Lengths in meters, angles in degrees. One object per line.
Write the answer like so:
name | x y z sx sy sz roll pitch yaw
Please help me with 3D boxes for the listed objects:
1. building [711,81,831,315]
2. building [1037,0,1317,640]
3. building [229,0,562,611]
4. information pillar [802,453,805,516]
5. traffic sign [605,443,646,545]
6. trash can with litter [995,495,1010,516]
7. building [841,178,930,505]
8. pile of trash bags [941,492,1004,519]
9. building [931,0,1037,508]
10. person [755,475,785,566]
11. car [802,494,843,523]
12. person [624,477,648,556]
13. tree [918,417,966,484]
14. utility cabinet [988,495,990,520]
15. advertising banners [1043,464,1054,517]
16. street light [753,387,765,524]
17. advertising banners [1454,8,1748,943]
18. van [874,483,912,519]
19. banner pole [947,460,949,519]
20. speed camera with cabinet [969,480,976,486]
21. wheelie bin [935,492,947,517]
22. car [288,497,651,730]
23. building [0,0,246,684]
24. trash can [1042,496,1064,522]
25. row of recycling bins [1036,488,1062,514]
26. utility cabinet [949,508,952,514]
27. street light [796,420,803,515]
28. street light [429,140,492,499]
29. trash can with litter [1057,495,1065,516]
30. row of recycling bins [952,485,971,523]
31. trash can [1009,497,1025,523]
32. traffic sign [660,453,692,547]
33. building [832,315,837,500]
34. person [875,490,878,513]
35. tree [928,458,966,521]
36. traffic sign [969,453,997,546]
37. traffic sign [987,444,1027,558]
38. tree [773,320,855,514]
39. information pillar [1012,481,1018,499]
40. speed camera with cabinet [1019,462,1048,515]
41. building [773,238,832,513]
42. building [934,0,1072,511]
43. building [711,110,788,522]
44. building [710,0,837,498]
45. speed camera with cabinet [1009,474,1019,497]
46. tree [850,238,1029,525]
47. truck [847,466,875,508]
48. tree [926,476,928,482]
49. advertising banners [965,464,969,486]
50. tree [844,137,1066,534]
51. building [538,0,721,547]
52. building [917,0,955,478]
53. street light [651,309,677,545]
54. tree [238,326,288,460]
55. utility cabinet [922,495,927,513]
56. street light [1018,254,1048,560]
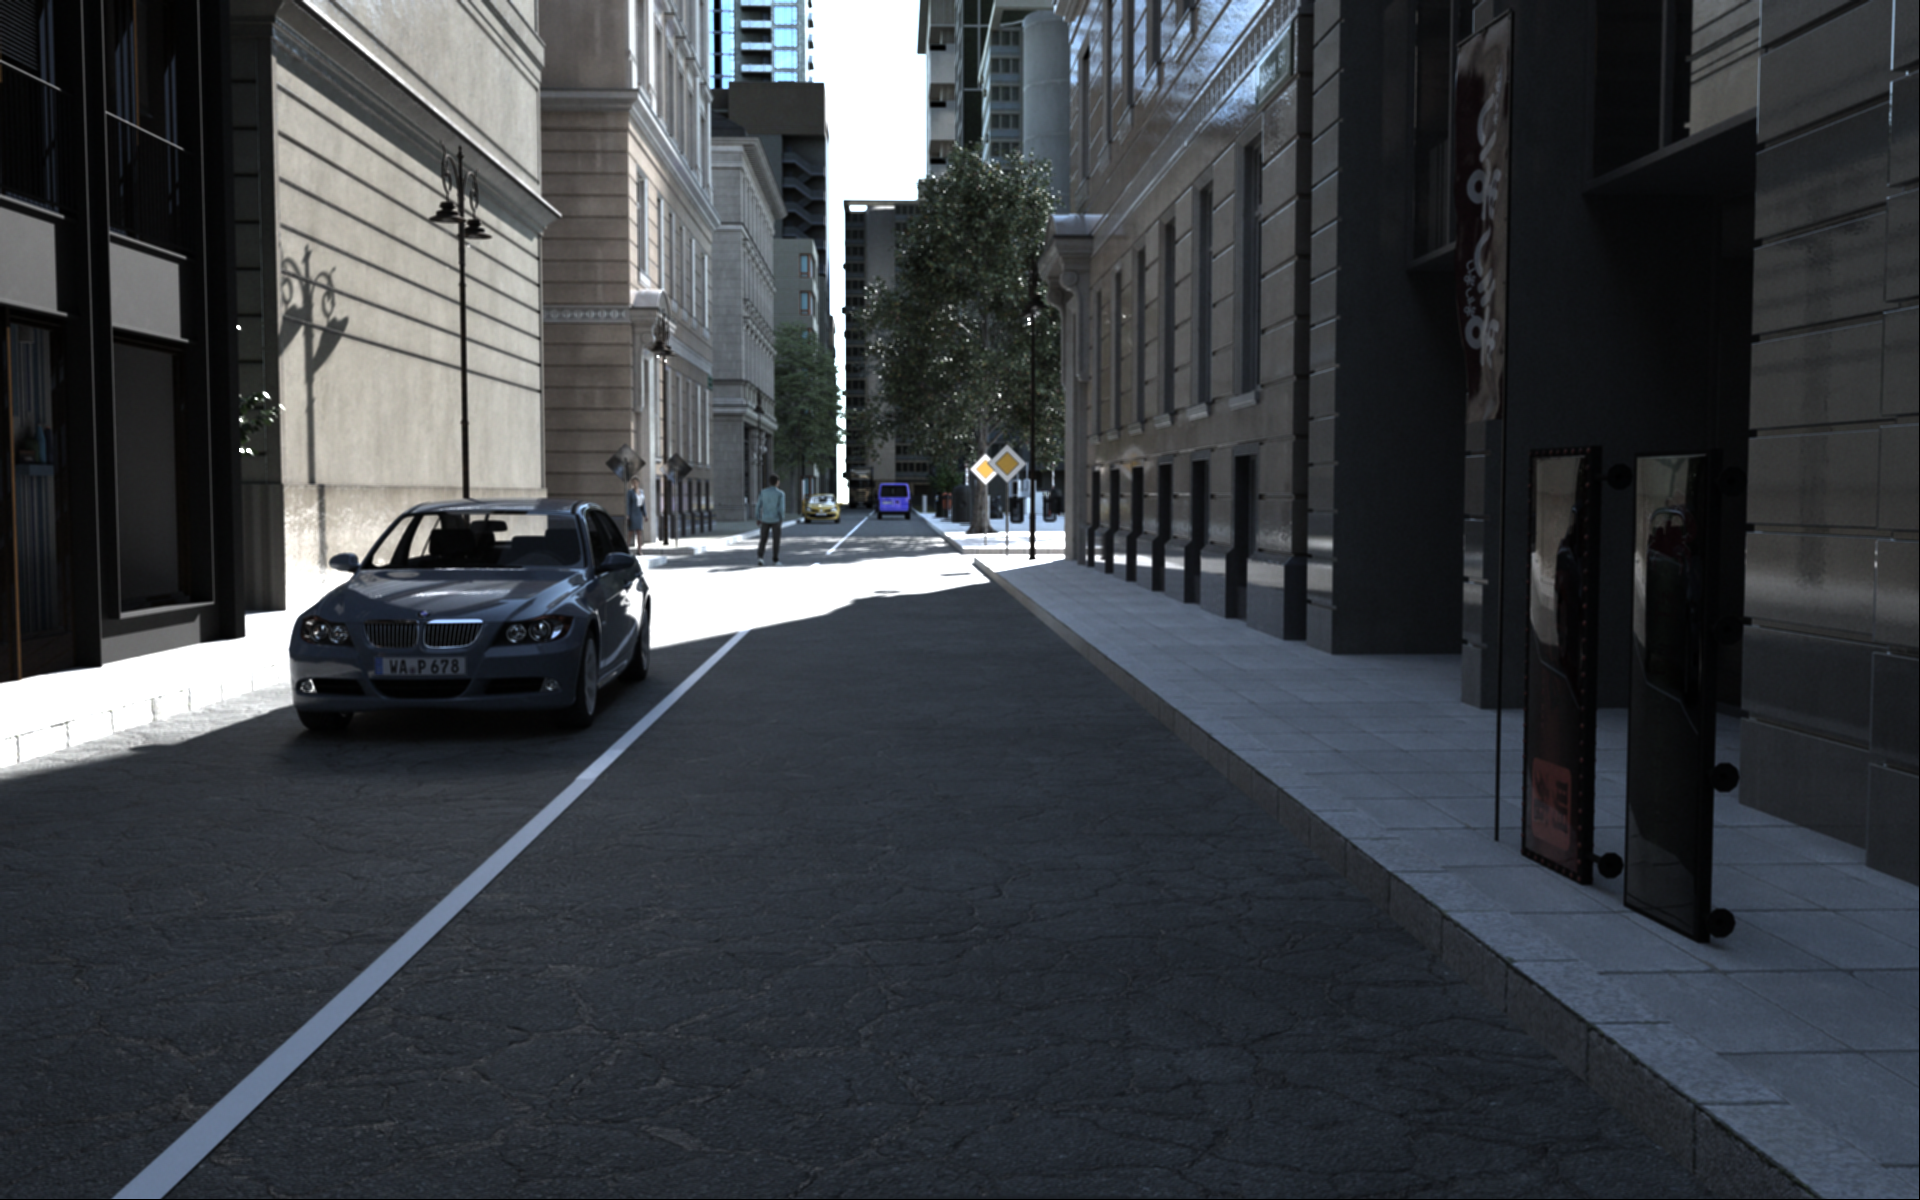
building | -21.210 -32.729 185.224 14.200 45.320 14.600 0 4 -2
building | 8.673 -14.578 24.258 13.634 28.700 20.117 0 4 -2
building | -21.913 -11.727 25.025 30.059 22.955 16.112 0 4 -2
information pillar | -9.032 -6.637 99.862 0.183 3.616 0.504 0 4 4
traffic sign | -6.603 -1.871 34.233 0.795 2.450 0.064 0 4 -2
trash can with litter | 2.549 -5.719 104.562 1.678 1.210 2.233 2 4 27
building | -2.606 -32.050 215.890 23.993 40.220 32.217 0 4 -2
pile of trash bags | 0.666 -4.928 90.328 3.447 1.369 1.912 1 4 17
building | 7.923 -43.812 154.579 20.563 71.187 20.611 0 4 -2
person | -3.825 -1.604 34.739 0.660 1.820 0.620 1 4 14
car | -6.821 -4.631 85.938 2.015 1.641 3.980 0 4 -3
person | -7.412 -1.895 39.514 0.581 1.822 0.654 -2 4 -31
tree | -1.214 -10.286 118.540 4.360 8.622 3.978 0 3 0
utility cabinet | 1.057 -4.586 86.150 0.306 1.237 1.020 3 5 40
advertising banners | 5.003 -6.173 97.112 0.090 3.025 2.074 1 4 21
street light | -8.665 -6.239 74.789 0.468 5.910 1.993 0 4 -2
advertising banners | 2.036 -0.588 5.798 0.090 3.025 2.074 0 4 -5
van | -3.813 -5.808 99.340 2.240 2.365 5.245 0 4 -3
banner pole | -0.609 -5.984 87.854 0.401 3.779 0.863 0 4 -1
speed camera with cabinet | 1.043 -7.112 110.621 0.660 3.252 2.038 1 4 10
wheelie bin | -0.931 -5.440 96.846 0.693 1.594 0.980 3 5 43
car | -3.216 -0.005 12.090 2.014 1.417 4.499 0 4 -3
building | -12.243 -10.827 6.692 12.332 23.373 15.834 0 4 -2
trash can | 4.151 -4.178 79.963 0.748 1.137 0.748 0 3 0
row of recycling bins | 5.469 -6.622 115.382 1.069 1.692 3.534 -3 5 -41
utility cabinet | -0.959 -6.014 109.492 1.020 1.237 0.306 2 4 33
street light | -9.889 -8.174 106.438 0.468 5.910 1.993 0 4 -2
street light | -6.630 -3.080 23.151 0.468 5.910 1.993 0 4 -2
trash can with litter | 6.630 -5.573 102.184 2.233 1.210 1.678 -1 4 -16
row of recycling bins | 0.413 -4.388 78.860 1.069 1.692 3.534 1 4 17
trash can | 2.515 -3.966 76.490 0.748 1.137 0.748 0 3 0
traffic sign | -6.914 -2.359 42.212 0.795 2.450 0.064 0 4 -2
building | -25.809 -19.333 161.128 27.650 21.520 28.899 0 4 -2
person | -6.361 -7.635 134.135 0.742 1.727 0.445 3 5 43
tree | -0.566 -5.374 82.466 1.663 3.219 1.824 0 3 0
traffic sign | 0.625 -2.376 42.485 0.795 2.450 0.064 0 4 -2
traffic sign | 0.937 -1.888 34.506 0.795 2.450 0.064 0 4 -2
tree | -10.545 -11.927 113.126 7.486 12.596 7.792 0 3 0
information pillar | 3.149 -5.826 99.746 0.304 2.012 0.304 -1 4 -8
speed camera with cabinet | 4.718 -6.886 106.923 0.660 3.252 2.038 -3 4 -37
building | -24.315 -17.510 131.332 27.650 21.520 28.899 0 4 -2
building | 14.290 -26.980 132.996 32.217 40.220 23.993 0 4 -2
building | -14.522 -14.094 81.351 10.553 20.767 40.483 0 4 -2
building | -30.676 -54.860 209.634 31.000 86.520 22.319 0 4 -2
speed camera with cabinet | 3.818 -7.085 110.173 0.660 3.252 2.038 2 4 30
tree | 0.422 -9.823 70.984 12.009 13.543 11.850 0 3 0
truck | -10.100 -11.501 176.946 2.839 4.237 11.283 0 4 -3
tree | -1.084 -6.081 94.031 1.663 3.219 1.824 0 3 0
advertising banners | 0.731 -6.366 100.270 0.090 3.025 2.074 2 4 27
tree | 0.803 -8.487 55.763 9.611 12.733 9.660 0 3 0
building | -14.509 -16.204 50.843 13.634 28.700 20.117 0 4 -2
building | 10.087 -36.086 179.252 28.713 52.752 27.495 0 4 -2
street light | -7.393 -4.317 43.377 0.468 5.910 1.993 0 4 -2
tree | -7.704 -1.360 16.834 1.663 3.219 1.824 0 3 0
utility cabinet | -2.391 -6.469 116.933 0.306 1.237 1.020 0 4 -4
street light | 1.412 -3.718 33.581 0.468 5.910 1.993 0 4 -2
